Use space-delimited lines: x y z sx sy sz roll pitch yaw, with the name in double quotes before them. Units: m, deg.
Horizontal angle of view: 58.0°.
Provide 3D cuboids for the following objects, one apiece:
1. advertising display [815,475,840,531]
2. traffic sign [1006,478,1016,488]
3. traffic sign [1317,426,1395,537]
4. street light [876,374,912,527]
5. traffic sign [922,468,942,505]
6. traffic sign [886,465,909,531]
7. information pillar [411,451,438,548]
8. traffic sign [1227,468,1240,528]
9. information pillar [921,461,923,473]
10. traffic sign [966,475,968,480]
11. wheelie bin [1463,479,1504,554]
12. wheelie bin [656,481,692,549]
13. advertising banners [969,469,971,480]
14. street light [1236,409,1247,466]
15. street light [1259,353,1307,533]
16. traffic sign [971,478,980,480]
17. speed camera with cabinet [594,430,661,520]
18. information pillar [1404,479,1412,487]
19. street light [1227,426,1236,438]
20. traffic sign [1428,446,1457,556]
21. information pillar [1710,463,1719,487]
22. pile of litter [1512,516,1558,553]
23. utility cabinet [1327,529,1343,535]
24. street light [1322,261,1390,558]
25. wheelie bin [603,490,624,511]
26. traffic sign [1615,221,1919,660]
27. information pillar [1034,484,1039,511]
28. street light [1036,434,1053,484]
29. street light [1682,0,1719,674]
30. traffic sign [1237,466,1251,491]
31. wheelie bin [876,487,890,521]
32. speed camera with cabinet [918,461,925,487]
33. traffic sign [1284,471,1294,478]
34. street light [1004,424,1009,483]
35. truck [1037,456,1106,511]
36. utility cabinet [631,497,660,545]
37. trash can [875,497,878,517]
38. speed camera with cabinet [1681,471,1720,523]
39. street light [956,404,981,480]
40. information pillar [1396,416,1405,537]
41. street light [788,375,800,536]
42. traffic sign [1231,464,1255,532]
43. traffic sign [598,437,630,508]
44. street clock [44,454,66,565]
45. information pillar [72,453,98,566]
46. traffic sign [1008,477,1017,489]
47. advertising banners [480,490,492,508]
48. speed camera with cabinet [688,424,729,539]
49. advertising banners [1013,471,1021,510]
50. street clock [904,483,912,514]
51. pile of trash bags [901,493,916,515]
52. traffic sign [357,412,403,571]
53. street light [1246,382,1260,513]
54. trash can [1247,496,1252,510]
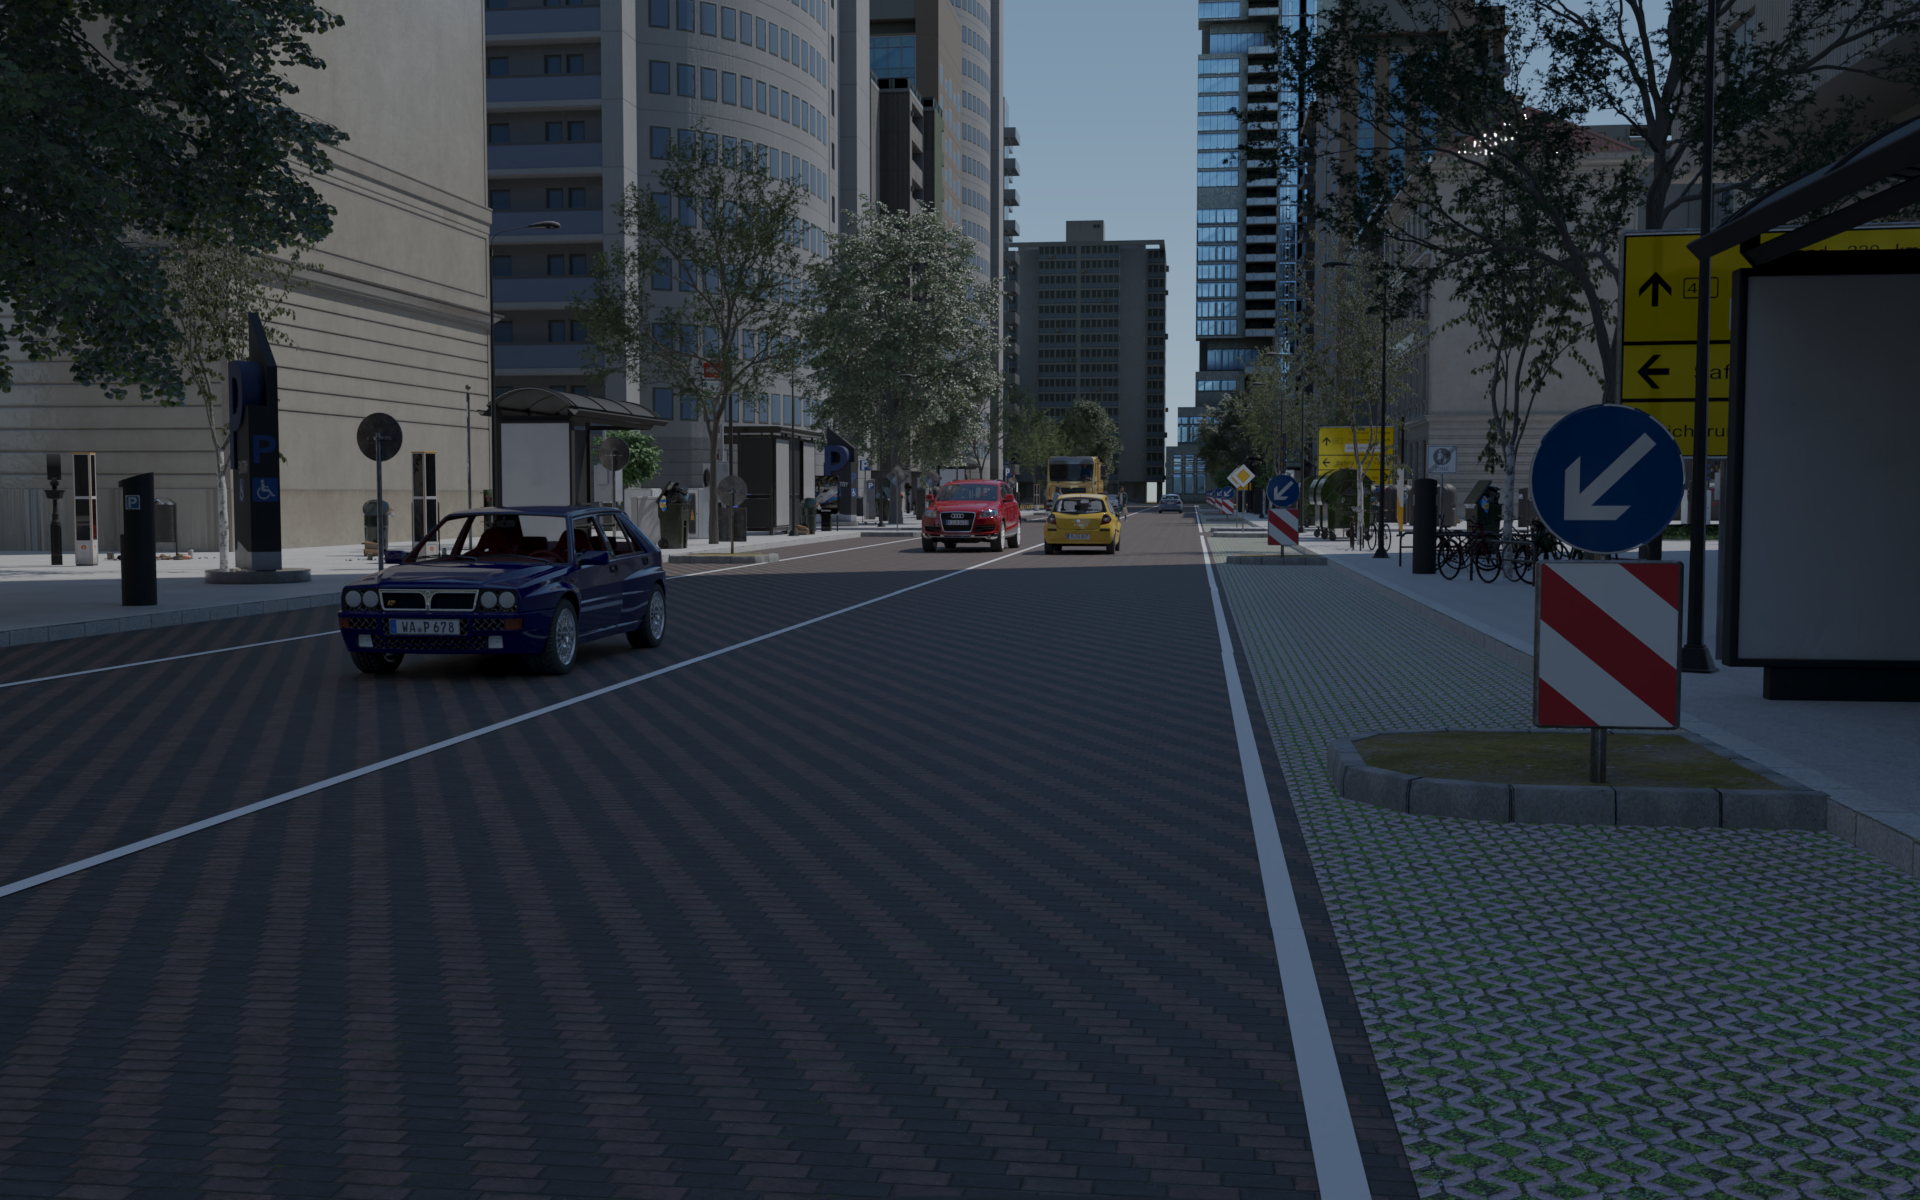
"advertising display" -4.613 -3.336 59.764 0.974 1.923 0.123 1 4 22
"traffic sign" 3.536 -7.302 120.570 0.795 2.450 0.064 1 4 10
"traffic sign" 11.825 -3.542 51.786 2.265 3.308 0.079 1 4 11
"street light" -2.534 -5.794 67.268 1.470 5.913 1.316 0 4 8
"traffic sign" -1.082 -3.891 67.256 0.795 2.450 0.064 0 4 8
"traffic sign" -2.145 -3.407 59.342 0.795 2.450 0.064 0 4 8
"information pillar" -9.254 -1.558 29.963 0.304 2.012 0.304 2 4 28
"traffic sign" 10.505 -3.795 65.685 0.795 2.450 0.064 0 4 8
"information pillar" -2.019 -6.585 99.021 0.504 3.616 0.183 3 5 42
"traffic sign" 0.048 -6.022 98.568 0.768 2.556 0.104 1 4 15
"wheelie bin" 11.251 -1.793 37.221 0.693 1.594 0.980 0 4 -8
"wheelie bin" -6.706 -2.005 40.696 0.693 1.594 0.980 1 4 11
"advertising banners" 0.576 -7.812 123.911 0.090 3.025 2.074 -1 4 -9
"street light" 16.021 -7.488 94.969 1.470 5.913 1.316 0 4 8
"street light" 10.707 -5.161 56.923 1.470 5.913 1.316 0 4 8
"traffic sign" 1.037 -6.812 113.500 0.606 2.300 0.079 0 4 8
"speed camera with cabinet" -10.043 -3.550 52.372 2.038 3.252 0.660 1 4 21
"information pillar" 22.376 -5.026 86.659 0.304 2.012 0.304 -3 4 -38
"street light" 19.063 -8.878 117.689 1.470 5.913 1.316 0 4 8
"traffic sign" 10.018 -2.074 36.046 0.606 2.300 0.079 1 4 15
"information pillar" 55.724 -8.377 128.310 0.504 3.616 0.183 0 4 7
"pile of litter" 12.724 -1.517 38.773 1.719 0.858 1.176 -2 4 -35
"utility cabinet" 11.705 -2.778 54.105 0.318 1.500 1.173 2 4 25
"street light" 7.914 -3.799 34.653 1.470 5.913 1.316 0 4 8
"wheelie bin" -12.092 -3.185 59.986 0.980 1.594 0.693 1 4 18
"traffic sign" 6.202 -1.185 13.255 2.265 3.308 0.079 1 4 12
"information pillar" 5.804 -7.754 131.267 0.304 2.012 0.304 3 5 40
"street light" 6.515 -9.930 134.894 1.470 5.913 1.316 0 4 8
"street light" 4.783 -2.440 12.439 1.470 5.913 1.316 0 4 8
"traffic sign" 20.895 -7.921 123.378 2.265 3.308 0.079 1 4 16
"wheelie bin" -3.578 -4.559 82.454 0.693 1.594 0.980 2 4 31
"speed camera with cabinet" -1.189 -5.940 91.457 2.038 3.252 0.660 1 4 12
"traffic sign" 13.995 -4.409 74.212 0.606 2.300 0.079 1 4 12
"street light" 3.438 -8.513 111.735 1.470 5.913 1.316 0 4 8
"truck" 6.085 -5.839 91.393 3.469 3.379 9.791 0 4 7
"utility cabinet" -7.837 -1.999 43.853 0.306 1.237 1.020 3 5 43
"trash can" -4.527 -5.203 96.725 0.748 1.137 0.748 0 3 0
"speed camera with cabinet" 30.295 -4.629 70.014 2.038 3.252 0.660 0 4 -4
"street light" 0.386 -7.154 89.510 1.470 5.913 1.316 0 4 8
"information pillar" 13.308 -3.728 52.305 0.183 3.616 0.504 0 4 1
"street light" -4.533 -4.889 52.475 1.470 5.913 1.316 0 4 8
"traffic sign" 9.442 -3.311 57.770 0.795 2.450 0.064 0 4 8
"traffic sign" -7.667 -2.339 38.350 0.768 2.556 0.104 1 4 16
"street clock" -16.313 -1.630 31.227 0.358 2.002 0.471 -2 4 -28
"information pillar" -15.588 -1.613 30.865 0.304 2.012 0.304 -1 4 -9
"traffic sign" 3.773 -7.716 126.257 0.768 2.556 0.104 1 4 13
"advertising banners" -12.686 -3.270 49.653 2.074 3.025 0.090 -1 4 -17
"speed camera with cabinet" -7.201 -3.368 49.406 0.660 3.252 2.038 -2 4 -28
"advertising banners" 4.384 -8.401 133.546 0.090 3.025 2.074 -1 4 -14
"street clock" -3.414 -6.688 113.917 0.471 2.002 0.358 -1 4 -19
"pile of trash bags" -2.517 -5.914 106.453 3.447 1.369 1.912 2 4 23
"traffic sign" -9.067 -1.648 27.051 0.768 2.556 0.104 1 4 9
"street light" 12.826 -6.089 72.097 1.470 5.913 1.316 0 4 8
"trash can" 22.840 -7.595 135.826 0.748 1.137 0.748 0 3 0
